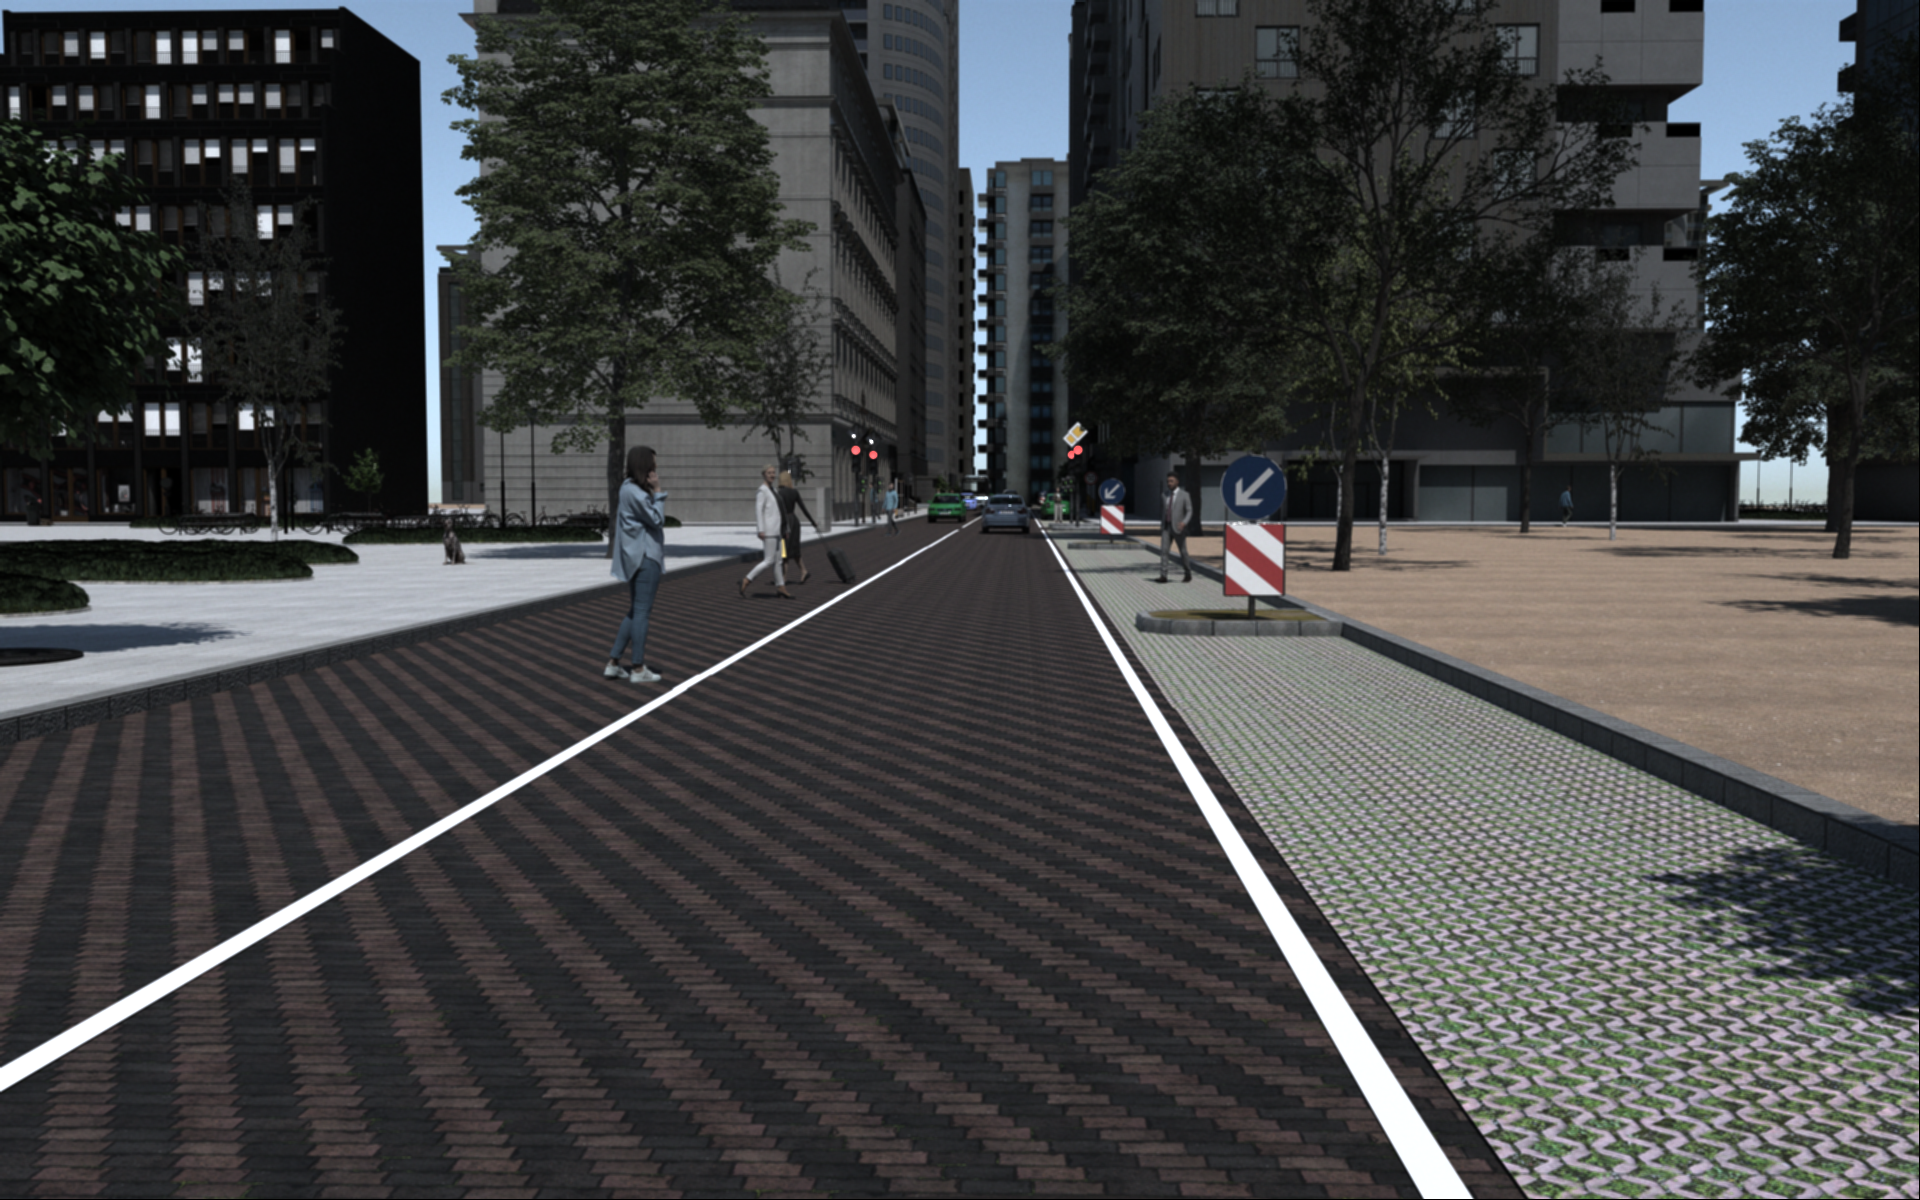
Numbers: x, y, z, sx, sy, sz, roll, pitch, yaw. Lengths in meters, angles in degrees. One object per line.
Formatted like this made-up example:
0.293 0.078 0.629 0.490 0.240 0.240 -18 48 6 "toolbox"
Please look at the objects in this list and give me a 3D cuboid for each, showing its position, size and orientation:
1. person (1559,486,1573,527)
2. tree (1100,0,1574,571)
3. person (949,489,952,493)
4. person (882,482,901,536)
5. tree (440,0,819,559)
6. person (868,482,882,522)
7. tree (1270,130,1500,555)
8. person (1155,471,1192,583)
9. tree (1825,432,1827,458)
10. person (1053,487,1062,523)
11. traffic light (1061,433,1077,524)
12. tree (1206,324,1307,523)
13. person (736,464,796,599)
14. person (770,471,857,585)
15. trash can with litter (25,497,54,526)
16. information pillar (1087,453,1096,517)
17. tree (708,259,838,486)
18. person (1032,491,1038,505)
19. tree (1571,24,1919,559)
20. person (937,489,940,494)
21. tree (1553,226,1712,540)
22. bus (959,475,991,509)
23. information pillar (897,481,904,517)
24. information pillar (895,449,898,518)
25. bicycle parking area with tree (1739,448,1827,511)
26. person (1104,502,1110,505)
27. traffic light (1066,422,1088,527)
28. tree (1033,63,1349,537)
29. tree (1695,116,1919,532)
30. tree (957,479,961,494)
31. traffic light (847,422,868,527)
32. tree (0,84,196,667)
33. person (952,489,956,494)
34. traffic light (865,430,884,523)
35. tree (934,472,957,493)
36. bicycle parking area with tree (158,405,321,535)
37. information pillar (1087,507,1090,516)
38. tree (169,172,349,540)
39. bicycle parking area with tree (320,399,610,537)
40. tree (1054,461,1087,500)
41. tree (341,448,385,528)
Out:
25.350 -3.893 72.486 0.444 1.785 0.601 -1 4 -10 "person"
6.456 -5.746 28.365 8.767 10.594 7.601 -1 4 -15 "tree"
-0.940 -10.870 183.729 0.705 1.831 1.348 1 4 18 "person"
-2.294 -3.102 59.077 0.748 1.841 0.638 -2 4 -32 "person"
-6.456 -7.101 34.231 7.486 12.596 7.792 0 3 0 "tree"
-3.930 -4.520 79.970 0.620 1.820 0.660 -1 4 -11 "person"
9.018 -5.253 36.256 4.737 8.622 4.395 0 3 0 "tree"
3.450 -1.160 27.744 0.678 1.792 0.850 3 4 38 "person"
64.425 -9.395 116.510 11.467 7.101 20.602 0 4 0 "tree"
4.790 -4.618 84.559 0.519 1.759 0.362 -1 4 -23 "person"
4.825 -5.275 75.169 0.839 4.253 0.868 0 4 2 "traffic light"
10.385 -6.791 61.389 4.360 8.622 3.978 0 3 0 "tree"
-2.652 -0.931 23.608 0.818 1.842 0.514 0 4 -7 "person"
-2.367 -1.148 27.490 1.509 1.804 0.699 -1 4 -22 "person"
-36.910 -3.553 69.478 1.055 1.170 0.624 0 4 1 "trash can with litter"
7.468 -6.556 98.547 0.504 3.616 0.183 -1 4 -13 "information pillar"
-5.563 -6.283 53.093 4.360 8.622 3.978 0 3 0 "tree"
9.216 -12.173 207.542 1.348 1.822 0.705 0 4 7 "person"
17.738 -6.083 33.866 8.767 10.594 7.601 -3 5 -42 "tree"
-1.660 -8.459 145.016 0.598 1.740 0.731 0 4 -1 "person"
18.115 -5.943 47.527 4.360 8.622 3.978 0 3 0 "tree"
1.479 -10.295 163.182 2.948 3.499 13.247 0 4 1 "bus"
-3.314 -5.608 96.178 0.304 2.012 0.304 2 4 28 "information pillar"
-3.340 -6.099 91.077 0.183 3.616 0.504 0 4 2 "information pillar"
51.248 -7.483 109.347 9.016 4.147 8.231 1 4 17 "bicycle parking area with tree"
7.004 -4.664 82.099 0.655 1.846 0.447 2 4 33 "person"
4.546 -4.787 67.189 0.839 4.253 0.868 0 4 2 "traffic light"
6.960 -8.909 52.324 9.857 13.997 8.962 0 3 0 "tree"
29.550 -9.245 57.807 9.857 13.997 8.962 0 3 0 "tree"
0.072 -12.813 204.090 1.663 3.219 1.824 0 3 0 "tree"
-4.010 -4.804 67.470 0.839 4.253 0.868 0 4 2 "traffic light"
-7.654 -1.804 13.213 4.285 4.588 4.351 0 3 0 "tree"
-0.822 -11.333 191.305 1.348 1.831 0.705 1 4 9 "person"
-3.732 -5.292 75.451 0.839 4.253 0.868 0 4 2 "traffic light"
-1.627 -9.427 148.727 1.663 3.219 1.824 0 3 0 "tree"
-22.728 -4.353 58.175 9.016 4.147 8.231 0 4 -5 "bicycle parking area with tree"
7.623 -5.909 101.111 0.304 2.012 0.304 -2 4 -25 "information pillar"
-15.921 -5.471 39.814 4.360 8.622 3.978 0 3 0 "tree"
-13.818 -4.146 54.784 9.016 4.147 8.231 1 4 9 "bicycle parking area with tree"
9.431 -9.899 145.569 4.285 4.588 4.351 0 3 0 "tree"
-22.453 -4.369 66.037 1.663 3.219 1.824 0 3 0 "tree"
